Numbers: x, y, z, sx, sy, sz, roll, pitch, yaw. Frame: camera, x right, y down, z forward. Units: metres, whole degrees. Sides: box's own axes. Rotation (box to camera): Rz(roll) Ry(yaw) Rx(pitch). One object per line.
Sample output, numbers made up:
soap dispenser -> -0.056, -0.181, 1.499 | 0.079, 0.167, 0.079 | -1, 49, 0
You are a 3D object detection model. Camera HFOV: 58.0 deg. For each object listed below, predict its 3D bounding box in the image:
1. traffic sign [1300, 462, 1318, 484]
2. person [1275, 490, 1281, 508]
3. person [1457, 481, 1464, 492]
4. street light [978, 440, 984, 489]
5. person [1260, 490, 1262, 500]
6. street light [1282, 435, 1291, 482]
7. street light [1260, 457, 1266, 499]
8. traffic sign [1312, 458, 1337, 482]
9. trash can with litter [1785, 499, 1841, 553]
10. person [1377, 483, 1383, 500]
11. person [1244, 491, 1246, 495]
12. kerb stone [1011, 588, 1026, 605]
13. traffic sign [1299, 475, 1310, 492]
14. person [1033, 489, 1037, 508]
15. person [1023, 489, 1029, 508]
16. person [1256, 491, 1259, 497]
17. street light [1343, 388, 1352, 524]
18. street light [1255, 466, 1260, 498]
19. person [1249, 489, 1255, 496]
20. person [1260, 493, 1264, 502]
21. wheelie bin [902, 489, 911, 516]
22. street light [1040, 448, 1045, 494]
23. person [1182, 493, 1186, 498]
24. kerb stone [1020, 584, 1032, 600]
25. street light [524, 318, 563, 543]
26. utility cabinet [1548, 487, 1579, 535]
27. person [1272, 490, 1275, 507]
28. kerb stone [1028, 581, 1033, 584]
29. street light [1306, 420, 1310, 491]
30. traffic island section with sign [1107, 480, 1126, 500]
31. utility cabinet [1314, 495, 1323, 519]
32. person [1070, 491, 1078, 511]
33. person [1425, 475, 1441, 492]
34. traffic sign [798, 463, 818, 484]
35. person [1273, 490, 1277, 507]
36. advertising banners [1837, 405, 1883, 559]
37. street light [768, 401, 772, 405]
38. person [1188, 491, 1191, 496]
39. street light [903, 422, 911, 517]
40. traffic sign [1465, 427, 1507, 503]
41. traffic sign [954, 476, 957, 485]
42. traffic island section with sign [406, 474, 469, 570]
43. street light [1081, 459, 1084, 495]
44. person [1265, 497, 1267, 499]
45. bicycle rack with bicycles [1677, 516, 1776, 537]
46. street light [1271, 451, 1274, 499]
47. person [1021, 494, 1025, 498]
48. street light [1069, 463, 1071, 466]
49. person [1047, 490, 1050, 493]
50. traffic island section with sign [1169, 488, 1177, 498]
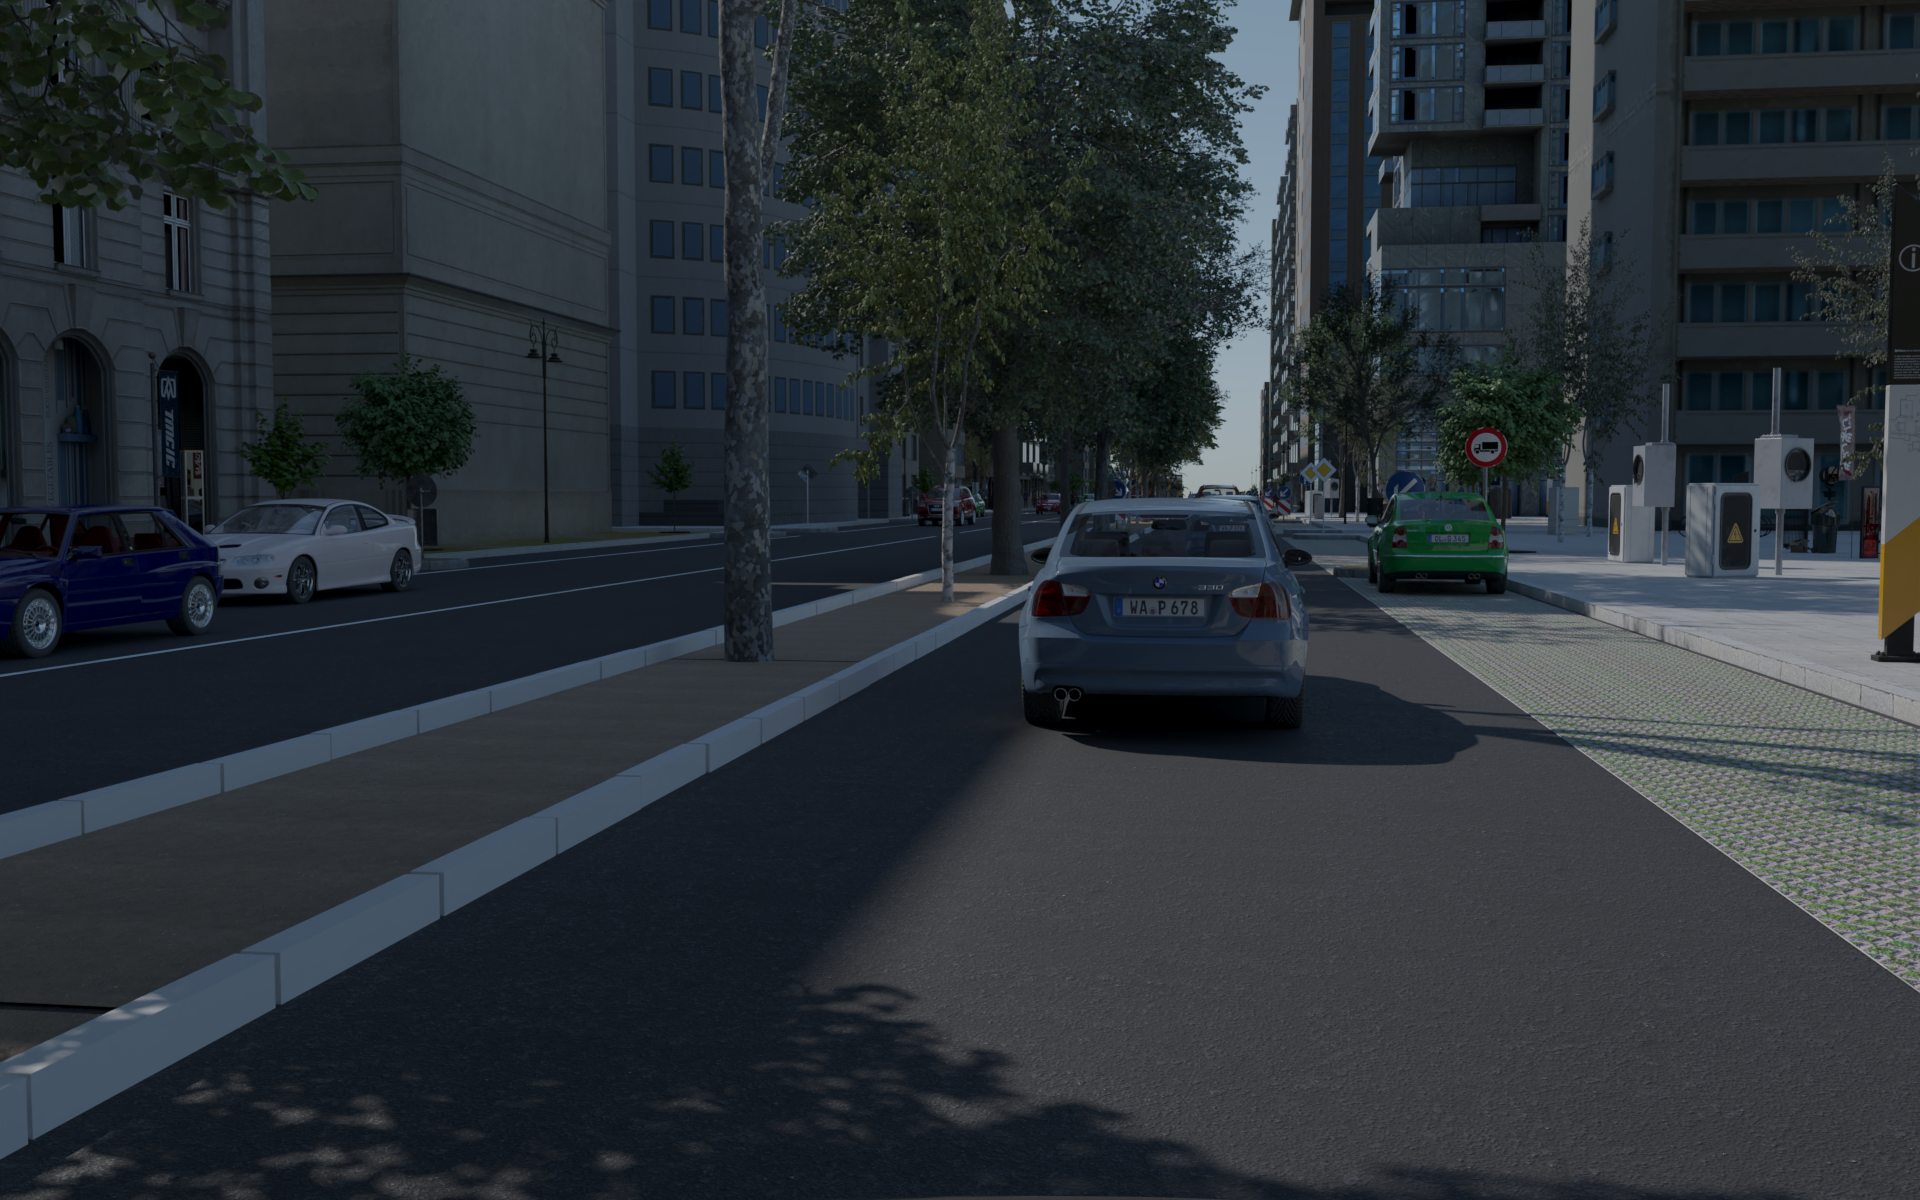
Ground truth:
traffic sign -> 12.784, -3.721, 63.024 | 0.795, 2.593, 0.064 | 1, 4, 9
person -> 30.290, -9.641, 164.401 | 0.721, 1.736, 1.217 | -2, 4, -28
person -> 20.105, -3.873, 69.393 | 0.654, 1.822, 0.581 | 3, 5, 44
street light -> 1.556, -9.524, 128.499 | 0.468, 5.910, 1.993 | 1, 4, 9
person -> 44.572, -15.341, 256.828 | 1.348, 1.831, 0.705 | -3, 5, -43
street light -> 25.872, -10.017, 136.563 | 0.468, 5.910, 1.993 | 1, 4, 9
street light -> 37.331, -14.653, 212.364 | 0.468, 5.910, 1.993 | 1, 4, 9
traffic sign -> 11.599, -3.238, 55.127 | 0.795, 2.593, 0.064 | 1, 4, 9
trash can with litter -> 18.525, -1.605, 37.629 | 1.055, 1.170, 0.624 | 3, 5, 44
person -> 20.910, -4.922, 86.287 | 0.659, 1.850, 0.755 | -1, 4, -20
person -> 32.326, -11.524, 196.932 | 0.705, 1.823, 1.348 | 1, 4, 9
kerb stone -> 0.707, -0.025, 22.605 | 0.120, 0.150, 1.000 | 1, 4, 9
traffic sign -> 20.357, -6.230, 101.963 | 0.768, 2.556, 0.104 | 1, 4, 15
person -> 7.009, -9.677, 164.980 | 0.721, 1.743, 1.217 | 0, 4, 1
person -> 6.106, -9.391, 160.513 | 0.541, 1.710, 0.530 | 0, 4, -3
person -> 29.148, -9.780, 169.118 | 0.721, 1.743, 1.217 | 0, 4, 1
street light -> 16.580, -6.214, 74.392 | 0.468, 5.910, 1.993 | 1, 4, 9
street light -> 40.290, -15.895, 232.667 | 0.468, 5.910, 1.993 | 1, 4, 9
person -> 23.151, -7.879, 137.498 | 0.721, 1.800, 0.419 | -2, 4, -32
person -> 41.502, -13.986, 237.935 | 0.599, 1.433, 0.991 | 2, 4, 33
wheelie bin -> -3.251, -5.589, 99.283 | 0.980, 1.594, 0.693 | -1, 4, -9
street light -> 8.347, -12.263, 173.293 | 0.468, 5.910, 1.993 | 1, 4, 9
person -> 35.621, -16.466, 277.746 | 1.348, 1.821, 0.705 | 2, 4, 34
kerb stone -> 0.863, -0.087, 23.615 | 0.120, 0.150, 1.000 | 1, 4, 9
street light -> -10.926, -4.455, 45.629 | 0.468, 5.910, 1.993 | 1, 4, 9
utility cabinet -> 18.958, -2.798, 54.433 | 1.173, 1.500, 0.318 | -3, 4, -36
person -> 31.613, -10.263, 174.528 | 0.721, 1.739, 1.217 | -2, 4, -29
kerb stone -> 1.003, -0.148, 24.635 | 0.120, 0.150, 1.000 | 1, 4, 9
street light -> 21.301, -8.144, 105.939 | 0.468, 5.910, 1.993 | 1, 4, 9
traffic island section with sign -> 5.827, -3.405, 63.804 | 2.006, 1.907, 1.989 | 1, 4, 9
utility cabinet -> 18.212, -4.693, 87.884 | 0.306, 1.237, 1.020 | 0, 4, 3
person -> 9.595, -8.483, 147.912 | 1.217, 1.735, 0.721 | -2, 4, -32
person -> 12.699, -2.454, 46.347 | 0.709, 1.800, 0.728 | 0, 4, 4
traffic sign -> -5.800, -3.892, 65.823 | 0.795, 2.593, 0.064 | 1, 4, 9
person -> 31.582, -10.118, 172.185 | 1.217, 1.736, 0.721 | -2, 4, -27
advertising banners -> 18.138, -2.339, 34.429 | 2.074, 3.025, 0.090 | -1, 4, -22
street light -> -7.681, -5.760, 66.967 | 0.468, 5.910, 1.993 | 1, 4, 9
person -> 25.700, -11.275, 193.402 | 0.434, 1.755, 0.990 | -2, 4, -31
street light -> -3.107, -7.629, 97.527 | 0.468, 5.910, 1.993 | 1, 4, 9
traffic sign -> 10.009, -2.012, 33.004 | 0.768, 2.556, 0.104 | 1, 4, 14
traffic sign -> -0.573, -6.846, 112.045 | 0.768, 2.556, 0.104 | 1, 4, 13
traffic island section with sign -> -10.668, -1.525, 33.568 | 1.989, 1.847, 2.006 | 1, 4, 9
street light -> 15.914, -15.396, 224.504 | 0.468, 5.910, 1.993 | 1, 4, 9
person -> 40.982, -13.823, 232.724 | 0.621, 1.740, 0.551 | 1, 4, 12
bicycle rack with bicycles -> 22.829, -2.322, 51.348 | 2.925, 0.926, 2.852 | 1, 4, 11
street light -> 32.603, -12.735, 181.008 | 0.468, 5.910, 1.993 | 1, 4, 9
person -> 5.345, -9.164, 156.596 | 1.217, 1.735, 0.721 | 2, 4, 32
street light -> 12.842, -14.133, 203.865 | 0.468, 5.910, 1.993 | 1, 4, 9
person -> 9.471, -10.801, 183.363 | 0.721, 1.736, 1.217 | -3, 5, -43
traffic island section with sign -> 16.970, -7.950, 138.115 | 2.006, 1.907, 1.989 | 1, 4, 9
